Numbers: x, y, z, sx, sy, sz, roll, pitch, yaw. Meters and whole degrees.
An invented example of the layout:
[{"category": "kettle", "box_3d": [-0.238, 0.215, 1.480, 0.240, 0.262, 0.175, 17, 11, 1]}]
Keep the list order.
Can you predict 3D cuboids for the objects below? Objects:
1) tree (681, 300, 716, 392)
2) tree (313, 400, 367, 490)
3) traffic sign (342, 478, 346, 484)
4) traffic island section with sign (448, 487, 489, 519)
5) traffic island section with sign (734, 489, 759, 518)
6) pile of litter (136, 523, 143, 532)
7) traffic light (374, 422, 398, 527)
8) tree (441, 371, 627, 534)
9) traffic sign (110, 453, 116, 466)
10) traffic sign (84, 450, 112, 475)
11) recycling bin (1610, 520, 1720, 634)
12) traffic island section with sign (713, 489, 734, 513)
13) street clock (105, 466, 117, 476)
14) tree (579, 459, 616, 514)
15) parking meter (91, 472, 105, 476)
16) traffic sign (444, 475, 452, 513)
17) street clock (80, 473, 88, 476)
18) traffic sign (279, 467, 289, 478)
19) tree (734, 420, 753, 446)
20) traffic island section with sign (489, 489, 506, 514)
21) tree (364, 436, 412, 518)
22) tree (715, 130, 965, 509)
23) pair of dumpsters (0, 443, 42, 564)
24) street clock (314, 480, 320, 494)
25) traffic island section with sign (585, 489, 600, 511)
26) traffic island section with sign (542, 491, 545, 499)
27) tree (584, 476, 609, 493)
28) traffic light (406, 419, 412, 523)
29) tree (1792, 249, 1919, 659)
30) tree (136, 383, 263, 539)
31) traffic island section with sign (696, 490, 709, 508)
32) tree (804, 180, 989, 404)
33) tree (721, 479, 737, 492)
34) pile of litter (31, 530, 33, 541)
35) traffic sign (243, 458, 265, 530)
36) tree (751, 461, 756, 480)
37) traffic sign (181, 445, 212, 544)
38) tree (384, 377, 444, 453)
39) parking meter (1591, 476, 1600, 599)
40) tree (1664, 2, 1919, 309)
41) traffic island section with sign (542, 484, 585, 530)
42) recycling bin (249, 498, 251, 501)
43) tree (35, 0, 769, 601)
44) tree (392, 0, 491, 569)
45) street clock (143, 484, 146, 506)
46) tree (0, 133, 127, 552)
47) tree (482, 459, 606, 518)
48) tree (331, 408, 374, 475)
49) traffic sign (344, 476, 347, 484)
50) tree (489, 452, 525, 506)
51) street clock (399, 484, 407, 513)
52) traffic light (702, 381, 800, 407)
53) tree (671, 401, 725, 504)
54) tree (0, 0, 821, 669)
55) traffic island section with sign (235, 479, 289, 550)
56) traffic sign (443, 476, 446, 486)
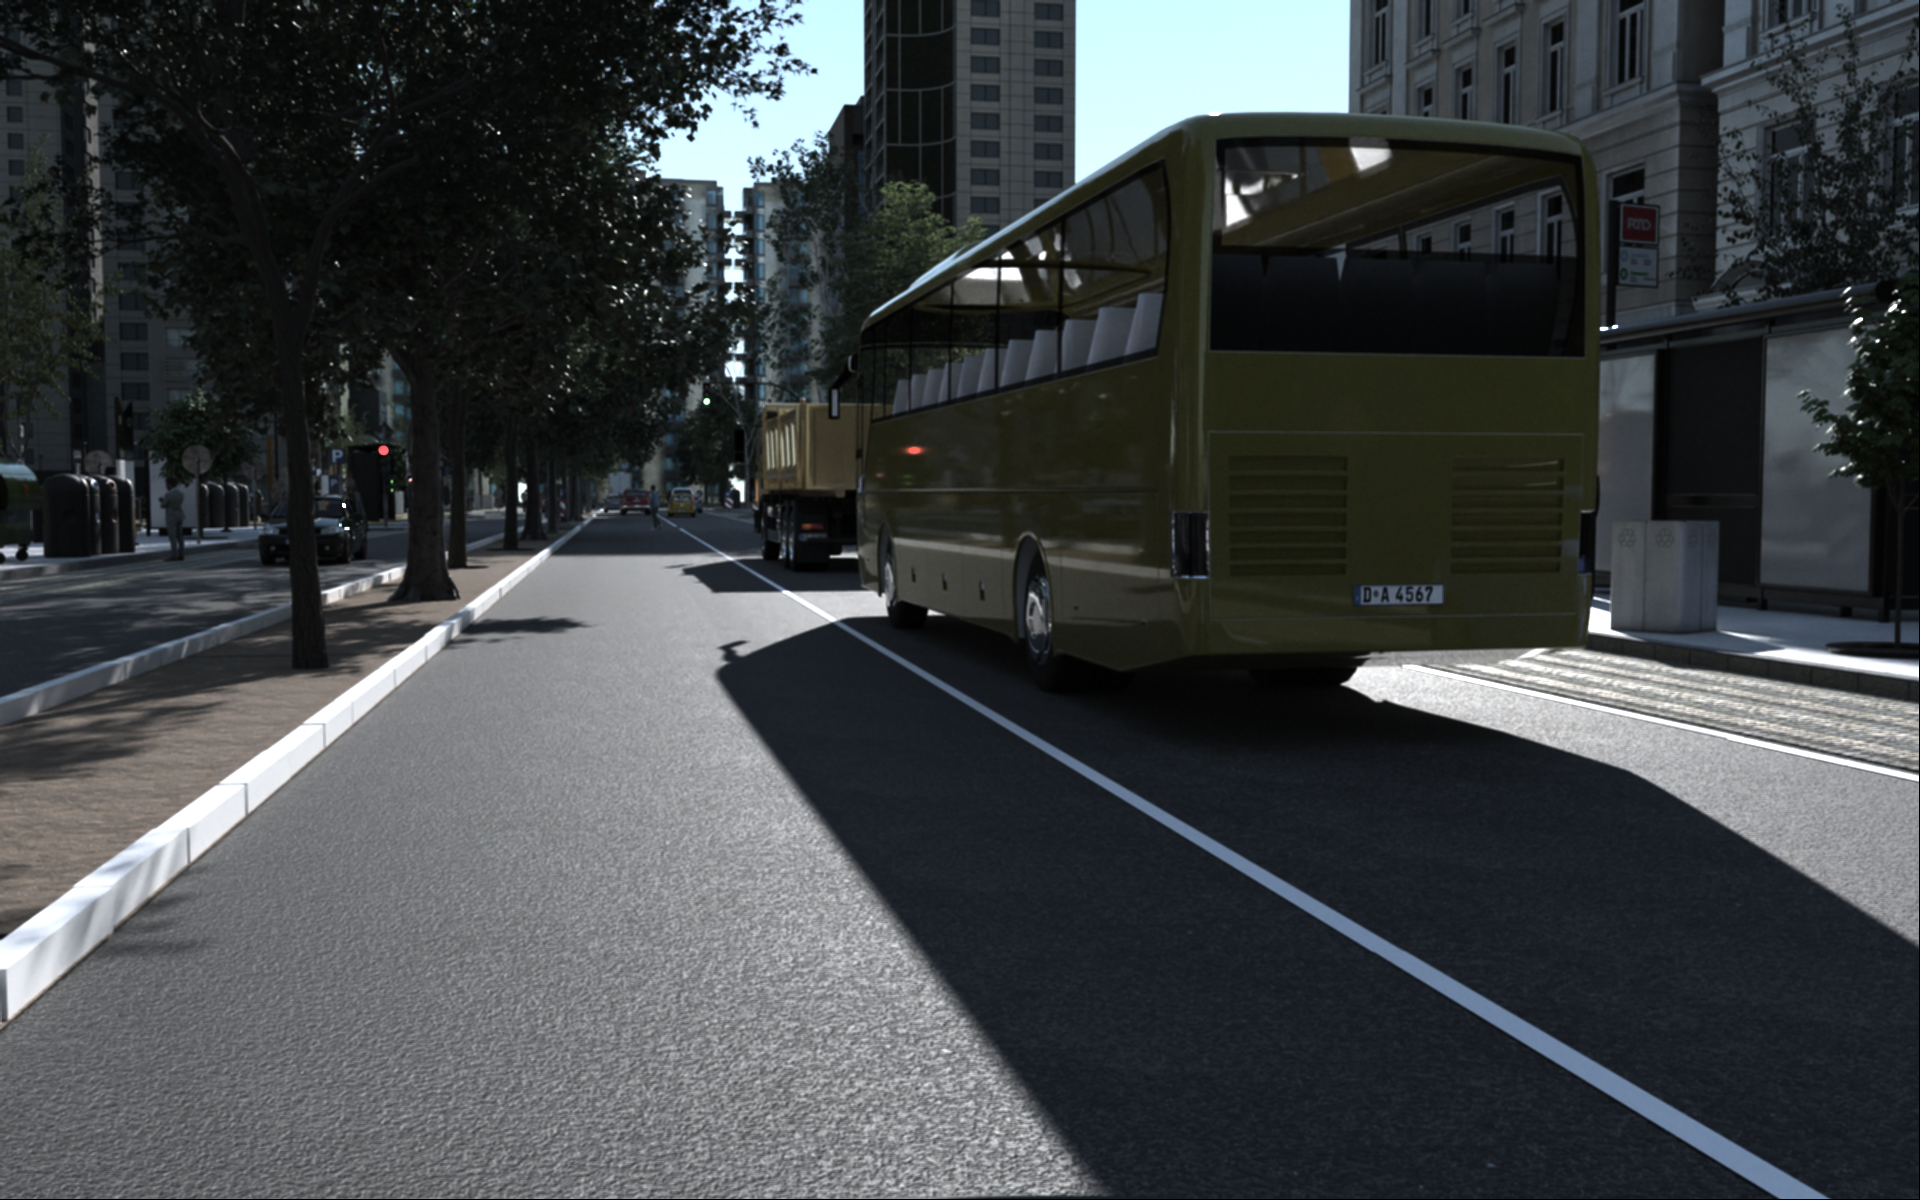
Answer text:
[{"category": "tree", "box_3d": [-17.884, -17.886, 148.322, 12.611, 20.169, 13.585, 0, 3, 0]}, {"category": "tree", "box_3d": [-47.281, -11.141, 132.518, 4.737, 8.622, 4.395, 0, 3, 0]}, {"category": "traffic sign", "box_3d": [-34.930, -5.884, 97.385, 0.795, 2.450, 0.064, 0, 4, -5]}, {"category": "traffic island section with sign", "box_3d": [-28.438, -5.582, 99.900, 1.989, 1.847, 2.006, -1, 4, -11]}, {"category": "traffic island section with sign", "box_3d": [-12.228, -5.778, 103.090, 1.989, 1.847, 2.006, -1, 4, -11]}, {"category": "pile of litter", "box_3d": [-28.391, -2.749, 58.914, 1.176, 0.858, 1.719, 3, 4, 36]}, {"category": "traffic light", "box_3d": [-22.462, -4.820, 67.725, 0.839, 4.253, 0.868, -1, 4, -11]}, {"category": "tree", "box_3d": [-14.924, -8.688, 62.627, 7.486, 12.596, 7.792, 0, 3, 0]}, {"category": "traffic sign", "box_3d": [-26.153, -3.287, 53.849, 0.768, 2.556, 0.104, 0, 4, -1]}, {"category": "traffic sign", "box_3d": [-25.002, -3.068, 50.261, 0.768, 2.556, 0.104, -1, 4, -10]}, {"category": "recycling bin", "box_3d": [6.624, -0.228, 16.287, 0.722, 1.027, 0.722, -3, 5, -40]}, {"category": "traffic island section with sign", "box_3d": [-17.517, -7.433, 130.163, 1.989, 1.847, 2.006, -1, 4, -11]}, {"category": "street clock", "box_3d": [-21.967, -2.472, 44.985, 0.358, 2.002, 0.471, 0, 4, 1]}, {"category": "tree", "box_3d": [-26.607, -12.750, 121.296, 12.009, 13.543, 11.850, 0, 3, 0]}, {"category": "parking meter", "box_3d": [-22.861, -2.465, 46.018, 0.399, 1.863, 0.255, 3, 4, 37]}, {"category": "traffic sign", "box_3d": [-33.663, -6.993, 114.448, 0.768, 2.556, 0.104, 0, 4, -6]}, {"category": "street clock", "box_3d": [-30.111, -3.361, 59.521, 0.471, 2.002, 0.358, -2, 4, -28]}, {"category": "traffic sign", "box_3d": [-30.954, -4.874, 79.794, 0.768, 2.556, 0.104, -1, 4, -9]}, {"category": "tree", "box_3d": [-26.095, -16.141, 189.662, 9.928, 11.665, 9.643, 0, 3, 0]}, {"category": "traffic island section with sign", "box_3d": [-33.590, -7.201, 126.360, 1.989, 1.847, 2.006, -1, 4, -11]}, {"category": "tree", "box_3d": [-30.747, -6.687, 93.050, 4.285, 4.588, 4.351, 0, 3, 0]}, {"category": "tree", "box_3d": [-5.666, -14.242, 88.738, 12.611, 20.169, 13.585, 0, 3, 0]}, {"category": "pair of dumpsters", "box_3d": [-17.950, -1.744, 31.006, 1.574, 2.255, 4.437, -1, 4, -11]}, {"category": "street clock", "box_3d": [-34.289, -5.366, 92.309, 0.358, 2.002, 0.471, -1, 4, -13]}, {"category": "traffic island section with sign", "box_3d": [-32.138, -8.696, 150.315, 2.006, 1.907, 1.989, -1, 4, -11]}, {"category": "traffic island section with sign", "box_3d": [-48.588, -11.896, 203.121, 1.989, 1.847, 2.006, -1, 4, -11]}, {"category": "tree", "box_3d": [-29.660, -11.327, 138.015, 4.737, 8.622, 4.395, 0, 3, 0]}, {"category": "traffic light", "box_3d": [-21.955, -6.197, 75.995, 4.771, 5.953, 1.251, -1, 4, -11]}, {"category": "tree", "box_3d": [7.414, -1.175, 13.817, 1.663, 3.219, 1.824, 0, 3, 0]}, {"category": "tree", "box_3d": [-21.933, -4.037, 49.727, 4.285, 4.588, 4.351, 0, 3, 0]}, {"category": "traffic island section with sign", "box_3d": [-27.009, -10.408, 178.792, 1.989, 1.847, 2.006, -1, 4, -11]}, {"category": "tree", "box_3d": [-1.843, -8.900, 63.648, 7.486, 12.596, 7.792, 0, 3, 0]}, {"category": "tree", "box_3d": [-23.676, -11.198, 177.682, 1.663, 3.219, 1.824, 0, 3, 0]}, {"category": "pile of litter", "box_3d": [-25.767, -2.083, 48.026, 1.176, 0.858, 1.719, -2, 4, -27]}, {"category": "traffic sign", "box_3d": [-25.260, -3.786, 61.999, 0.768, 2.556, 0.104, 0, 4, -4]}, {"category": "tree", "box_3d": [-12.537, -8.159, 117.119, 4.285, 4.588, 4.351, 0, 3, 0]}, {"category": "traffic sign", "box_3d": [-19.729, -2.734, 44.813, 0.768, 2.556, 0.104, 0, 4, -8]}, {"category": "tree", "box_3d": [-32.426, -9.422, 104.413, 4.737, 8.622, 4.395, 0, 3, 0]}, {"category": "parking meter", "box_3d": [7.586, -0.947, 21.196, 0.399, 1.863, 0.255, 3, 4, 37]}, {"category": "tree", "box_3d": [12.830, -4.585, 25.331, 4.360, 8.622, 3.978, 0, 3, 0]}, {"category": "traffic island section with sign", "box_3d": [-17.735, -4.185, 76.564, 2.006, 1.907, 1.989, -1, 4, -11]}, {"category": "recycling bin", "box_3d": [-47.723, -6.408, 117.332, 0.722, 1.027, 0.722, -2, 4, -29]}, {"category": "tree", "box_3d": [-7.249, -6.347, 23.237, 9.611, 12.733, 9.660, 0, 3, 0]}, {"category": "tree", "box_3d": [-9.537, -6.400, 32.861, 9.928, 11.665, 9.643, 0, 3, 0]}, {"category": "street clock", "box_3d": [-59.051, -7.405, 125.644, 0.358, 2.002, 0.471, -2, 4, -23]}, {"category": "tree", "box_3d": [-19.534, -5.230, 35.879, 4.737, 8.622, 4.395, 0, 3, 0]}, {"category": "tree", "box_3d": [-23.003, -11.791, 101.898, 9.857, 13.997, 8.962, 0, 3, 0]}, {"category": "tree", "box_3d": [-50.602, -11.886, 144.702, 4.360, 8.622, 3.978, 0, 3, 0]}, {"category": "traffic sign", "box_3d": [-35.319, -6.050, 100.100, 0.795, 2.450, 0.064, 0, 4, -4]}, {"category": "tree", "box_3d": [-47.188, -14.068, 180.370, 4.737, 8.622, 4.395, 0, 3, 0]}, {"category": "street clock", "box_3d": [-37.185, -6.798, 115.718, 0.358, 2.002, 0.471, 3, 5, 44]}, {"category": "traffic light", "box_3d": [-8.049, -5.855, 70.400, 4.771, 5.953, 1.251, -1, 4, -11]}, {"category": "tree", "box_3d": [-33.338, -19.562, 226.500, 9.857, 13.997, 8.962, 0, 3, 0]}, {"category": "tree", "box_3d": [-5.372, -4.731, 14.228, 8.767, 10.594, 7.601, -1, 4, -11]}, {"category": "traffic island section with sign", "box_3d": [-17.811, -2.255, 45.497, 1.989, 1.847, 2.006, -1, 4, -11]}, {"category": "traffic sign", "box_3d": [-36.490, -7.456, 122.003, 0.768, 2.556, 0.104, 0, 4, -1]}]
